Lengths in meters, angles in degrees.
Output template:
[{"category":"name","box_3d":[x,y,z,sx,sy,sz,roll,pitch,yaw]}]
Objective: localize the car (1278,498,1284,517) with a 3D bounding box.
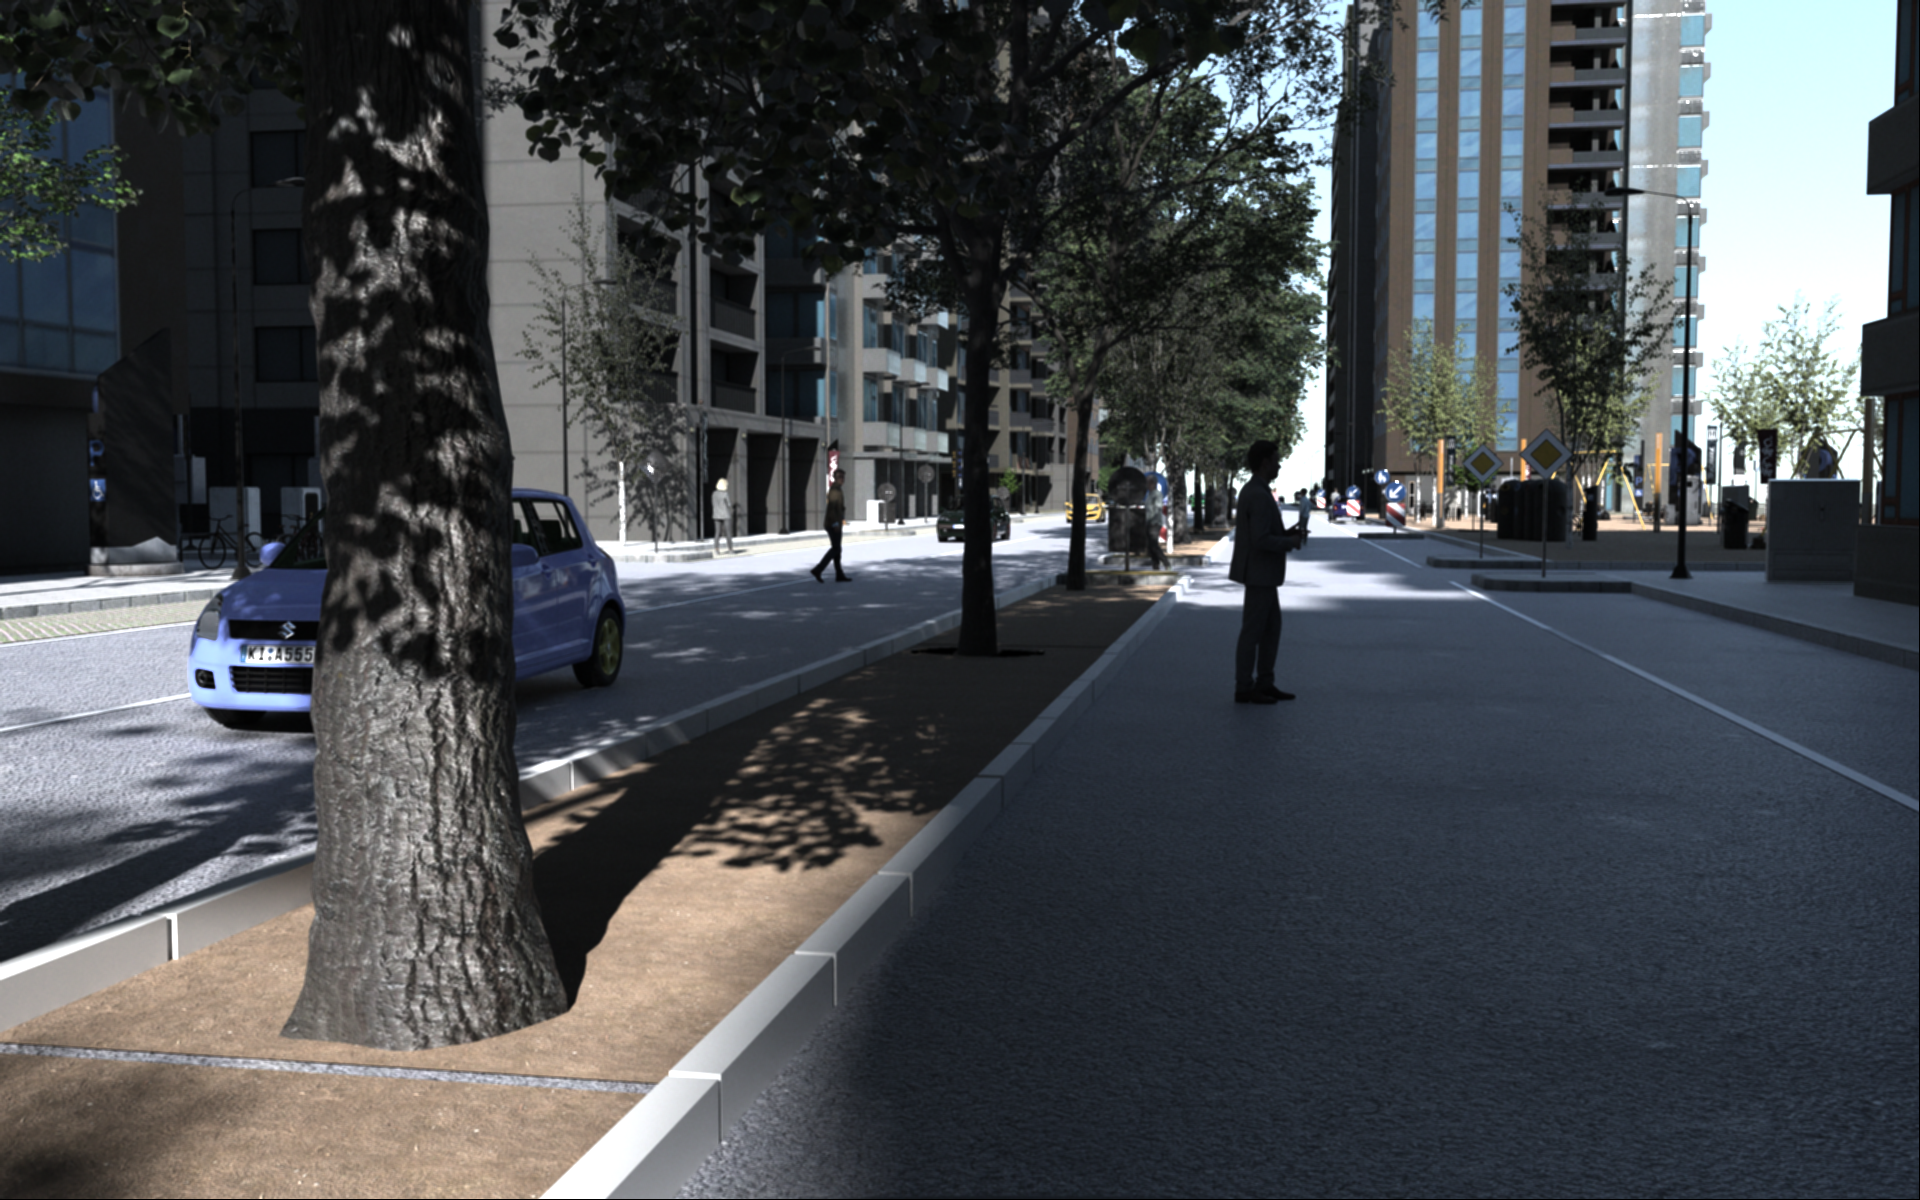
[{"category":"car","box_3d":[18.282,-5.577,103.183,2.014,1.417,4.499,1,4,9]}]

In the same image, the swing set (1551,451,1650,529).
[{"category":"swing set","box_3d":[23.039,-4.045,63.759,2.862,2.851,3.119,-1,4,-16]}]

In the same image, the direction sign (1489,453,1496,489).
[{"category":"direction sign","box_3d":[29.611,-6.411,96.815,0.379,3.537,0.876,-2,4,-28]}]

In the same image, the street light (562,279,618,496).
[{"category":"street light","box_3d":[-8.070,-3.979,37.596,1.470,5.913,1.316,1,4,10]}]

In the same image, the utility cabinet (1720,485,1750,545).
[{"category":"utility cabinet","box_3d":[19.008,-2.071,42.535,0.318,1.500,1.173,0,4,7]}]

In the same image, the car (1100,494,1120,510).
[{"category":"car","box_3d":[11.989,-8.018,140.885,2.009,1.686,4.222,1,4,10]}]

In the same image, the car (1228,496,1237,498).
[{"category":"car","box_3d":[32.433,-12.170,208.569,1.945,1.707,3.694,1,4,12]}]

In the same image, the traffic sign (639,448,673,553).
[{"category":"traffic sign","box_3d":[-6.585,-2.072,37.515,0.795,2.450,0.064,1,4,10]}]

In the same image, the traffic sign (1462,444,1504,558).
[{"category":"traffic sign","box_3d":[10.390,-1.886,34.482,0.795,2.450,0.064,1,4,10]}]

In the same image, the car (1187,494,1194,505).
[{"category":"car","box_3d":[31.639,-13.681,233.477,2.009,1.686,4.222,1,4,10]}]

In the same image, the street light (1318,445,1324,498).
[{"category":"street light","box_3d":[35.209,-11.800,165.468,1.470,5.913,1.316,1,4,10]}]

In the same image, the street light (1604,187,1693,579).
[{"category":"street light","box_3d":[10.456,-3.289,26.311,1.470,5.913,1.316,1,4,10]}]

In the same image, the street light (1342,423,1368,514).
[{"category":"street light","box_3d":[26.025,-8.618,113.440,1.470,5.913,1.316,1,4,10]}]

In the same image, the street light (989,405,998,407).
[{"category":"street light","box_3d":[1.294,-7.206,90.358,1.470,5.913,1.316,1,4,10]}]

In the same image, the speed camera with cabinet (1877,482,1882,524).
[{"category":"speed camera with cabinet","box_3d":[13.217,-1.764,23.175,0.660,3.252,2.038,-1,4,-9]}]

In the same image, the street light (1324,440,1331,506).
[{"category":"street light","box_3d":[32.202,-10.752,148.333,1.470,5.913,1.316,1,4,10]}]

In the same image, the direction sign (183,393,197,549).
[{"category":"direction sign","box_3d":[-17.487,-2.891,39.267,0.379,3.537,0.876,-2,4,-32]}]

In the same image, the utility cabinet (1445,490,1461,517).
[{"category":"utility cabinet","box_3d":[26.882,-5.262,94.708,0.318,1.500,1.173,-2,4,-25]}]

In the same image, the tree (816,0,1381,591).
[{"category":"tree","box_3d":[1.631,-5.391,25.007,8.767,10.594,7.601,1,4,10]}]

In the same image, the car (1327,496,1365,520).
[{"category":"car","box_3d":[20.399,-4.823,91.431,1.945,1.354,3.894,1,4,9]}]

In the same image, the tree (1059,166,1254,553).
[{"category":"tree","box_3d":[4.170,-5.149,36.998,4.360,8.622,3.978,0,3,0]}]

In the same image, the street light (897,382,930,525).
[{"category":"street light","box_3d":[-1.929,-6.089,72.091,1.470,5.913,1.316,1,4,10]}]

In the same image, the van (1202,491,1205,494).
[{"category":"van","box_3d":[35.500,-14.821,249.341,2.013,2.044,4.112,1,4,9]}]

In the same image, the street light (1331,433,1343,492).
[{"category":"street light","box_3d":[28.991,-9.682,130.844,1.470,5.913,1.316,1,4,10]}]

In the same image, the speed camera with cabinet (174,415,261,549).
[{"category":"speed camera with cabinet","box_3d":[-17.506,-2.831,40.618,2.038,3.252,0.660,1,4,9]}]

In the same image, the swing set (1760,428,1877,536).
[{"category":"swing set","box_3d":[21.531,-2.742,42.460,2.862,2.851,3.119,1,4,9]}]

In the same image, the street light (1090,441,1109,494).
[{"category":"street light","box_3d":[11.773,-10.770,148.630,1.470,5.913,1.316,1,4,10]}]

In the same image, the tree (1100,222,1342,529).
[{"category":"tree","box_3d":[10.706,-9.267,70.980,9.611,12.733,9.660,0,3,0]}]

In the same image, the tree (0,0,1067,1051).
[{"category":"tree","box_3d":[-1.444,-5.817,4.222,9.857,13.997,8.962,0,3,0]}]

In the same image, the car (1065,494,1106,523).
[{"category":"car","box_3d":[6.309,-4.669,86.568,2.015,1.641,3.980,1,4,10]}]

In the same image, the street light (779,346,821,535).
[{"category":"street light","box_3d":[-5.063,-5.027,54.730,1.470,5.913,1.316,1,4,10]}]

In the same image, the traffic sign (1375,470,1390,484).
[{"category":"traffic sign","box_3d":[22.222,-5.572,91.207,0.768,2.556,0.104,1,4,16]}]

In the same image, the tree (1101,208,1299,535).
[{"category":"tree","box_3d":[8.360,-8.127,61.087,9.928,11.665,9.643,0,3,0]}]

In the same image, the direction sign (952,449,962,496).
[{"category":"direction sign","box_3d":[-0.159,-5.825,87.228,0.379,3.537,0.876,-2,4,-34]}]

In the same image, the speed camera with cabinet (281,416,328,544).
[{"category":"speed camera with cabinet","box_3d":[-16.188,-2.991,43.237,0.660,3.252,2.038,0,4,7]}]

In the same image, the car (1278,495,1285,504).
[{"category":"car","box_3d":[48.384,-15.301,262.749,1.945,1.354,3.894,1,4,10]}]

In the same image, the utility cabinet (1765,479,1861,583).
[{"category":"utility cabinet","box_3d":[12.283,-0.996,24.957,1.173,1.500,0.318,1,4,18]}]

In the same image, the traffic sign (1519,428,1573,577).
[{"category":"traffic sign","box_3d":[8.989,-1.405,26.620,0.795,2.450,0.064,1,4,10]}]

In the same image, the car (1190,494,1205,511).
[{"category":"car","box_3d":[20.257,-8.312,144.703,1.959,1.807,4.718,1,4,10]}]

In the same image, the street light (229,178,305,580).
[{"category":"street light","box_3d":[-10.232,-3.251,25.687,1.470,5.913,1.316,1,4,10]}]

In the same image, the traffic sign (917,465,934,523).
[{"category":"traffic sign","box_3d":[-1.499,-4.629,75.796,0.768,2.556,0.104,1,4,13]}]

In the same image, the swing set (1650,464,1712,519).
[{"category":"swing set","box_3d":[37.403,-5.713,91.027,3.119,2.851,2.862,0,4,-1]}]

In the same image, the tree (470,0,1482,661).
[{"category":"tree","box_3d":[0.152,-6.258,15.138,12.009,13.543,11.850,0,3,0]}]

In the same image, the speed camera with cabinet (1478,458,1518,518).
[{"category":"speed camera with cabinet","box_3d":[29.305,-6.120,94.397,0.660,3.252,2.038,-3,5,-45]}]

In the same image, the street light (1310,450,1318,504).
[{"category":"street light","box_3d":[40.080,-13.476,192.866,1.470,5.913,1.316,1,4,10]}]

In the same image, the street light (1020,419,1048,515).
[{"category":"street light","box_3d":[4.466,-8.252,107.463,1.470,5.913,1.316,1,4,10]}]

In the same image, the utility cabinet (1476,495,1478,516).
[{"category":"utility cabinet","box_3d":[30.982,-5.642,103.405,0.306,1.237,1.020,1,4,11]}]

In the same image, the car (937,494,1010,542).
[{"category":"car","box_3d":[0.440,-2.628,52.761,2.009,1.686,4.222,1,4,11]}]

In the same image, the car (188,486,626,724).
[{"category":"car","box_3d":[-3.627,-0.133,11.769,1.945,1.707,3.694,1,4,9]}]

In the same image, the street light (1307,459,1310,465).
[{"category":"street light","box_3d":[43.303,-14.571,210.783,1.470,5.913,1.316,1,4,10]}]

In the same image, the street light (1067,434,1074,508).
[{"category":"street light","box_3d":[8.725,-9.722,131.503,1.470,5.913,1.316,1,4,10]}]

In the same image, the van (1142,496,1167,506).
[{"category":"van","box_3d":[18.046,-9.527,160.151,2.240,2.365,5.245,1,4,12]}]

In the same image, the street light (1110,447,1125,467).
[{"category":"street light","box_3d":[14.821,-11.836,166.055,1.470,5.913,1.316,1,4,10]}]

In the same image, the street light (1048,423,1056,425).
[{"category":"street light","box_3d":[5.578,-8.623,113.528,1.470,5.913,1.316,1,4,10]}]

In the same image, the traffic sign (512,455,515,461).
[{"category":"traffic sign","box_3d":[-7.985,-1.591,29.653,0.795,2.450,0.064,1,4,10]}]
